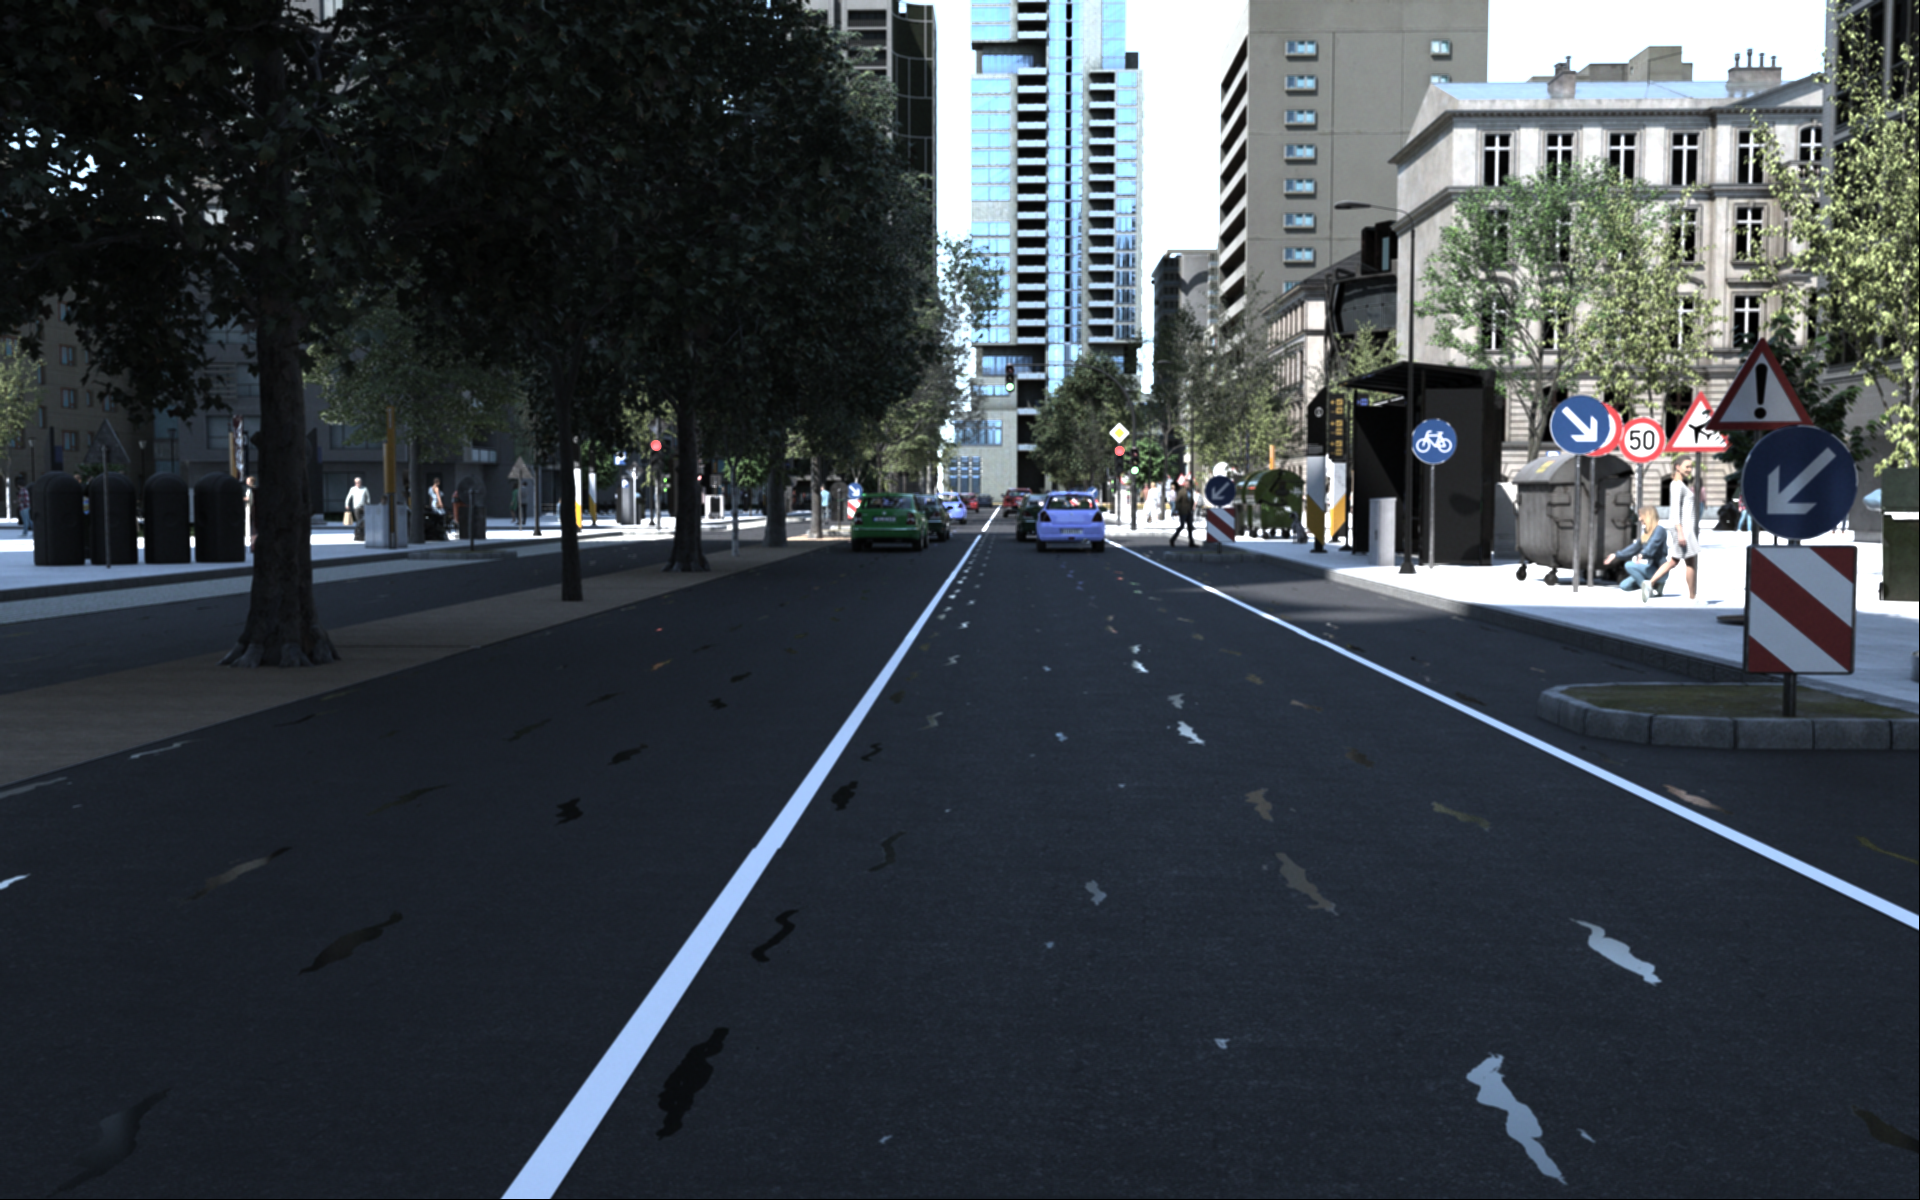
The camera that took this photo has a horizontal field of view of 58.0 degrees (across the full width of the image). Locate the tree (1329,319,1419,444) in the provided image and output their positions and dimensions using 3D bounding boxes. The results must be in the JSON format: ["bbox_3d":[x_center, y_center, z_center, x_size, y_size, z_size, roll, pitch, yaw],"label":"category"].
[{"bbox_3d":[17.416,-7.474,72.564,4.737,8.622,4.395,0,3,0],"label":"tree"}]

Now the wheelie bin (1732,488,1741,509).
[{"bbox_3d":[32.377,-3.897,71.630,0.693,1.594,0.980,-2,4,-27],"label":"wheelie bin"}]

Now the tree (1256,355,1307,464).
[{"bbox_3d":[19.570,-11.024,114.662,7.601,10.594,8.767,0,4,-6],"label":"tree"}]

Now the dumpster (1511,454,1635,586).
[{"bbox_3d":[8.760,-1.162,24.752,1.264,1.857,1.865,0,4,1],"label":"dumpster"}]

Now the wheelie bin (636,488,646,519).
[{"bbox_3d":[-16.323,-4.899,88.013,0.693,1.594,0.980,-1,4,-17],"label":"wheelie bin"}]

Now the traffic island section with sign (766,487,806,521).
[{"bbox_3d":[-9.406,-5.209,93.799,1.989,1.847,2.006,0,4,2],"label":"traffic island section with sign"}]

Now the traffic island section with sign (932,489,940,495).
[{"bbox_3d":[-2.026,-8.289,143.665,2.006,1.907,1.989,0,4,2],"label":"traffic island section with sign"}]

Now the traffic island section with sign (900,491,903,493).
[{"bbox_3d":[-6.475,-11.636,198.875,1.989,1.847,2.006,0,4,2],"label":"traffic island section with sign"}]

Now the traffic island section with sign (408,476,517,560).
[{"bbox_3d":[-10.949,-1.821,38.407,1.989,1.847,2.006,0,4,2],"label":"traffic island section with sign"}]

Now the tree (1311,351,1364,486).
[{"bbox_3d":[19.135,-8.424,88.092,4.360,8.622,3.978,0,3,0],"label":"tree"}]

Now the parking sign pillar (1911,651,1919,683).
[{"bbox_3d":[7.225,-1.411,11.542,1.447,3.967,1.447,-1,4,-19],"label":"parking sign pillar"}]

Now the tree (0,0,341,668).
[{"bbox_3d":[-5.710,-5.807,14.405,9.611,12.733,9.660,0,3,0],"label":"tree"}]

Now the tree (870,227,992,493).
[{"bbox_3d":[-3.622,-10.142,78.649,12.009,13.543,11.850,0,3,0],"label":"tree"}]

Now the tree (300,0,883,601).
[{"bbox_3d":[-5.143,-5.277,23.147,8.767,10.594,7.601,0,4,2],"label":"tree"}]

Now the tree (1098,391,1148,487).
[{"bbox_3d":[11.609,-10.296,118.696,4.737,8.622,4.395,0,3,0],"label":"tree"}]

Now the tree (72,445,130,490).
[{"bbox_3d":[-29.100,-3.910,58.522,1.663,3.219,1.824,0,3,0],"label":"tree"}]

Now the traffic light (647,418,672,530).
[{"bbox_3d":[-10.606,-4.406,60.957,0.839,4.253,0.868,0,4,2],"label":"traffic light"}]

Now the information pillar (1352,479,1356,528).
[{"bbox_3d":[12.478,-3.045,54.286,0.304,2.012,0.304,2,4,28],"label":"information pillar"}]

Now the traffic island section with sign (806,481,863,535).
[{"bbox_3d":[-4.324,-3.243,61.151,2.006,1.907,1.989,0,4,2],"label":"traffic island section with sign"}]

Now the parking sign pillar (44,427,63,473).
[{"bbox_3d":[-36.539,-4.976,69.830,1.447,3.967,1.447,-3,4,-38],"label":"parking sign pillar"}]

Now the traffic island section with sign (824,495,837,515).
[{"bbox_3d":[-8.649,-6.857,120.744,1.989,1.847,2.006,0,4,2],"label":"traffic island section with sign"}]

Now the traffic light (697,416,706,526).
[{"bbox_3d":[-8.290,-5.764,68.916,4.771,5.953,1.251,0,4,2],"label":"traffic light"}]

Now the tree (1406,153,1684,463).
[{"bbox_3d":[17.658,-7.769,52.781,9.928,11.665,9.643,0,3,0],"label":"tree"}]

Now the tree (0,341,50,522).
[{"bbox_3d":[-44.320,-7.930,80.024,4.737,8.622,4.395,0,3,0],"label":"tree"}]

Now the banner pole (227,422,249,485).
[{"bbox_3d":[-25.157,-4.299,60.304,0.863,3.779,0.401,0,4,-5],"label":"banner pole"}]

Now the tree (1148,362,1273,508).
[{"bbox_3d":[13.783,-8.877,95.509,4.737,8.622,4.395,0,3,0],"label":"tree"}]

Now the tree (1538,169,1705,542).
[{"bbox_3d":[15.228,-5.410,38.809,4.737,8.622,4.395,0,3,0],"label":"tree"}]

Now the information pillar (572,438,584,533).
[{"bbox_3d":[-12.645,-4.014,56.990,0.504,3.616,0.183,2,4,31],"label":"information pillar"}]

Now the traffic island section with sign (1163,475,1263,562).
[{"bbox_3d":[5.461,-1.776,37.665,1.989,1.847,2.006,0,4,2],"label":"traffic island section with sign"}]

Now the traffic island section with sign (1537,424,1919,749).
[{"bbox_3d":[4.710,-0.126,10.681,1.989,1.847,2.006,0,4,2],"label":"traffic island section with sign"}]

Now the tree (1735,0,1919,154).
[{"bbox_3d":[13.411,-4.554,24.818,4.737,8.622,4.395,0,3,0],"label":"tree"}]

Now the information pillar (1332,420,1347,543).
[{"bbox_3d":[9.972,-3.322,45.676,0.504,3.616,0.183,-2,4,-33],"label":"information pillar"}]

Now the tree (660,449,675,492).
[{"bbox_3d":[-20.411,-8.489,122.515,4.285,4.588,4.351,0,3,0],"label":"tree"}]

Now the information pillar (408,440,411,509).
[{"bbox_3d":[-19.557,-4.333,62.197,0.504,3.616,0.183,1,4,9],"label":"information pillar"}]

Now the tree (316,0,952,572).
[{"bbox_3d":[-5.024,-6.869,31.772,9.611,12.733,9.660,0,3,0],"label":"tree"}]

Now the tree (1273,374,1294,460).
[{"bbox_3d":[17.364,-9.229,101.262,4.737,8.622,4.395,0,3,0],"label":"tree"}]

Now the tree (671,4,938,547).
[{"bbox_3d":[-4.998,-8.396,46.382,9.857,13.997,8.962,0,3,0],"label":"tree"}]

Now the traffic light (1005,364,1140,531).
[{"bbox_3d":[3.956,-5.245,60.428,4.771,5.953,1.251,0,4,2],"label":"traffic light"}]

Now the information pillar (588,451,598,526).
[{"bbox_3d":[-14.742,-4.779,69.485,0.183,3.616,0.504,-3,4,-38],"label":"information pillar"}]

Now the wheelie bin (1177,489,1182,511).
[{"bbox_3d":[13.127,-5.764,102.156,0.693,1.594,0.980,-1,4,-14],"label":"wheelie bin"}]

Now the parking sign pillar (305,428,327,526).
[{"bbox_3d":[-26.782,-5.053,71.090,1.447,3.967,1.447,2,4,26],"label":"parking sign pillar"}]

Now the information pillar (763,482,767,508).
[{"bbox_3d":[-12.990,-7.623,115.991,0.504,3.616,0.183,-3,4,-38],"label":"information pillar"}]

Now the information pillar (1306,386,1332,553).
[{"bbox_3d":[7.806,-2.846,37.891,0.183,3.616,0.504,-3,4,-38],"label":"information pillar"}]

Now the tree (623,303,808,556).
[{"bbox_3d":[-5.109,-5.281,39.162,4.737,8.622,4.395,0,3,0],"label":"tree"}]

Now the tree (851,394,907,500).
[{"bbox_3d":[-4.116,-7.149,69.705,4.737,8.622,4.395,0,3,0],"label":"tree"}]

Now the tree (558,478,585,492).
[{"bbox_3d":[-22.369,-6.476,100.490,1.663,3.219,1.824,0,3,0],"label":"tree"}]

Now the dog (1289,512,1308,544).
[{"bbox_3d":[8.788,-1.871,44.970,0.513,0.831,0.800,1,4,11],"label":"dog"}]

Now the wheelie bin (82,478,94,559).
[{"bbox_3d":[-17.194,-1.625,34.472,0.693,1.594,0.980,-1,4,-20],"label":"wheelie bin"}]

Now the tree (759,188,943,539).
[{"bbox_3d":[-4.676,-8.232,55.174,7.486,12.596,7.792,0,3,0],"label":"tree"}]

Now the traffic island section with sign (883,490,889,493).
[{"bbox_3d":[-7.255,-9.951,171.327,1.989,1.847,2.006,0,4,2],"label":"traffic island section with sign"}]

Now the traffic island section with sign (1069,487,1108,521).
[{"bbox_3d":[7.042,-5.228,94.107,1.989,1.847,2.006,0,4,2],"label":"traffic island section with sign"}]

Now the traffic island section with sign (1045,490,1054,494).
[{"bbox_3d":[9.933,-11.590,198.125,1.989,1.847,2.006,0,4,2],"label":"traffic island section with sign"}]

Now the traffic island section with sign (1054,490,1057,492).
[{"bbox_3d":[7.797,-6.896,121.384,1.989,1.847,2.006,0,4,2],"label":"traffic island section with sign"}]

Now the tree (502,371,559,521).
[{"bbox_3d":[-20.080,-8.059,82.124,4.360,8.622,3.978,0,3,0],"label":"tree"}]

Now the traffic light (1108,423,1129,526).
[{"bbox_3d":[6.272,-4.867,68.493,0.839,4.253,0.868,0,4,2],"label":"traffic light"}]

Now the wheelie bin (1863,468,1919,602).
[{"bbox_3d":[11.366,-0.787,20.774,0.980,1.594,0.693,2,4,27],"label":"wheelie bin"}]

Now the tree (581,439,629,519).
[{"bbox_3d":[-18.910,-6.502,90.025,4.285,4.588,4.351,0,3,0],"label":"tree"}]
